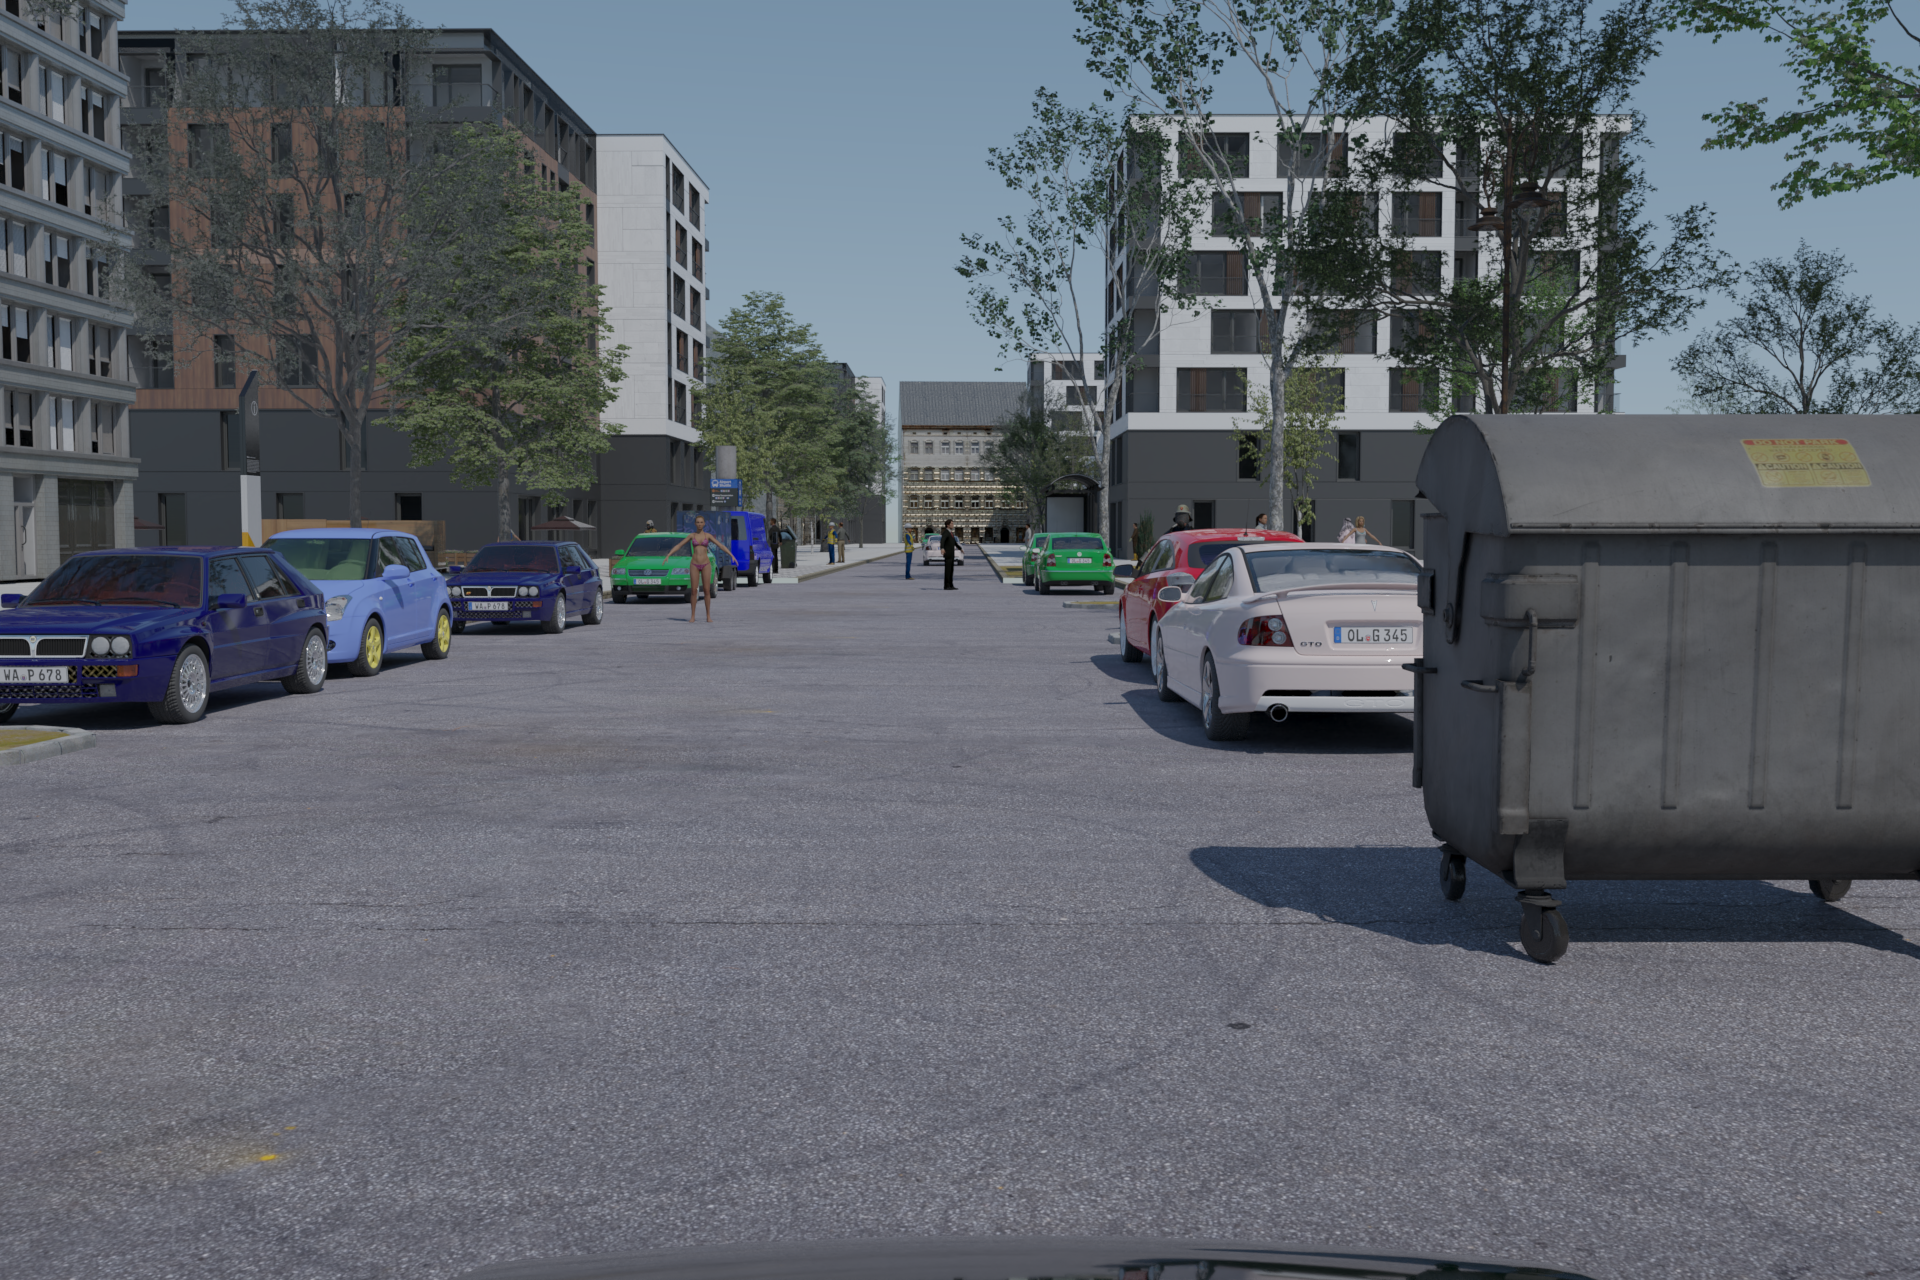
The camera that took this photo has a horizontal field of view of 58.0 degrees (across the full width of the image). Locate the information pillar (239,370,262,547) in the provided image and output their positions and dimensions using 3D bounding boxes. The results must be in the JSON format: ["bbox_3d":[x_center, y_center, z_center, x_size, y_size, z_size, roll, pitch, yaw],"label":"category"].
[{"bbox_3d":[-10.061,-2.033,24.594,0.183,3.616,0.504,0,4,1],"label":"information pillar"}]

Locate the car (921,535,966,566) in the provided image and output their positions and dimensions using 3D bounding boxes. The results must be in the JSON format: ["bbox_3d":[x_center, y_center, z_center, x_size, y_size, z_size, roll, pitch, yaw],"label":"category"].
[{"bbox_3d":[-0.760,-4.102,79.422,2.083,1.381,4.827,0,4,-1],"label":"car"}]

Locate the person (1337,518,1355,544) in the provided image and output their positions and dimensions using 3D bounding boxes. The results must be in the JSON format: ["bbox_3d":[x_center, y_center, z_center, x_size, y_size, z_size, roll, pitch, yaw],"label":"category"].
[{"bbox_3d":[10.991,-2.599,49.210,0.621,1.740,0.551,3,4,36],"label":"person"}]

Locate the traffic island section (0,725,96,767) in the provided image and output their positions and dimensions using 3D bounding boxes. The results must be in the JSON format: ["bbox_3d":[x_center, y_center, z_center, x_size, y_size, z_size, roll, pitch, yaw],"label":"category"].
[{"bbox_3d":[-6.823,0.713,11.206,1.991,0.108,1.994,0,4,1],"label":"traffic island section"}]

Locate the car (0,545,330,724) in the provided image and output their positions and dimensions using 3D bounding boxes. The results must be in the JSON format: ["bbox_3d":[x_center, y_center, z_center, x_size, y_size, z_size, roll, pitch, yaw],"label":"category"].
[{"bbox_3d":[-6.650,-0.105,14.295,1.945,1.354,3.894,0,4,0],"label":"car"}]

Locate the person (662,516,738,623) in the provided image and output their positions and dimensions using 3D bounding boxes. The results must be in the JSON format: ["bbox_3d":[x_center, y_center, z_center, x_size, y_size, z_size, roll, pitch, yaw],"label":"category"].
[{"bbox_3d":[-4.212,-1.152,28.094,1.217,1.733,0.721,-1,4,-9],"label":"person"}]

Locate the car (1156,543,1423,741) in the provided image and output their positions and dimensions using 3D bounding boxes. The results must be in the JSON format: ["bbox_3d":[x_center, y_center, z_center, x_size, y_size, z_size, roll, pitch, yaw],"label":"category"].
[{"bbox_3d":[2.632,-0.063,13.387,2.083,1.381,4.827,0,4,0],"label":"car"}]

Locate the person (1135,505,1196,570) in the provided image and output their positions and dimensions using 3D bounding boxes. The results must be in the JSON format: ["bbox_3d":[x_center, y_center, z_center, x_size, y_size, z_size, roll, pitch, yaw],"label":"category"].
[{"bbox_3d":[3.231,-1.039,25.221,1.354,1.856,0.705,1,4,16],"label":"person"}]

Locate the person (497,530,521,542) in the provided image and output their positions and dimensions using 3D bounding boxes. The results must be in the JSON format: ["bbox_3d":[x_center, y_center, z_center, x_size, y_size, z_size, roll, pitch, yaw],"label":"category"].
[{"bbox_3d":[-18.253,-3.923,69.996,0.705,1.847,1.347,2,4,28],"label":"person"}]

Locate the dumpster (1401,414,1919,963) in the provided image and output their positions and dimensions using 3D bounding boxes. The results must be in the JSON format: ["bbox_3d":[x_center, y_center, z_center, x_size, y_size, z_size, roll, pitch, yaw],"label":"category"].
[{"bbox_3d":[2.644,0.120,6.252,1.865,1.857,1.264,0,4,0],"label":"dumpster"}]

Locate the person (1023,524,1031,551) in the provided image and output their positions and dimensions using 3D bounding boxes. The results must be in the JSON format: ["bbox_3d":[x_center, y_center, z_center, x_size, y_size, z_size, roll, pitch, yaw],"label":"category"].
[{"bbox_3d":[3.403,-4.962,87.311,0.705,1.806,1.347,0,4,-7],"label":"person"}]

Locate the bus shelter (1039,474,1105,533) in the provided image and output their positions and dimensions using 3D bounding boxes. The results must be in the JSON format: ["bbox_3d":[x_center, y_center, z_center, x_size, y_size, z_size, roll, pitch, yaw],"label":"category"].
[{"bbox_3d":[3.872,-4.085,60.711,2.014,3.302,5.546,0,4,0],"label":"bus shelter"}]

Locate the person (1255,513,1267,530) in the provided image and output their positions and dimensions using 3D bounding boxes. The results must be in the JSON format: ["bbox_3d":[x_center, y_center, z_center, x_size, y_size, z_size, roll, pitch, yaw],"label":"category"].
[{"bbox_3d":[6.670,-1.894,37.794,0.721,1.735,1.217,3,4,39],"label":"person"}]

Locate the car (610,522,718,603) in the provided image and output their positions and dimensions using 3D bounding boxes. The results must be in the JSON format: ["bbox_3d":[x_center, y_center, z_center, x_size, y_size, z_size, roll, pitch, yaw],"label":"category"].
[{"bbox_3d":[-6.318,-1.741,37.263,1.959,1.807,4.718,0,4,0],"label":"car"}]

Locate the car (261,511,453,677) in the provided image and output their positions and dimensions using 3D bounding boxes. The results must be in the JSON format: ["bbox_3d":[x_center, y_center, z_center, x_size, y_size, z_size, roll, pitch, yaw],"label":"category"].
[{"bbox_3d":[-6.723,-0.545,18.510,1.945,1.707,3.694,0,3,0],"label":"car"}]

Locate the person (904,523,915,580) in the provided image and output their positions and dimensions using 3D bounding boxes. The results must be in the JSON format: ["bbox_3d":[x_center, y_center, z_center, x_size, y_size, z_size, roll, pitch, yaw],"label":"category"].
[{"bbox_3d":[-1.535,-2.782,54.400,0.721,1.772,1.216,0,4,-6],"label":"person"}]

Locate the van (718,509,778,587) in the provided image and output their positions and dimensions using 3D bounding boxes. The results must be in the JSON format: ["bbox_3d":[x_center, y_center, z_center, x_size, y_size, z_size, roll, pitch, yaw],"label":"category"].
[{"bbox_3d":[-6.408,-2.704,48.590,2.240,2.365,5.245,0,4,0],"label":"van"}]

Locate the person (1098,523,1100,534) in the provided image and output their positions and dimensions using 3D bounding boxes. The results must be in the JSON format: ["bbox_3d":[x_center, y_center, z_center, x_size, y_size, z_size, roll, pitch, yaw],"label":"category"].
[{"bbox_3d":[6.356,-4.374,77.444,0.705,1.837,1.347,1,4,19],"label":"person"}]

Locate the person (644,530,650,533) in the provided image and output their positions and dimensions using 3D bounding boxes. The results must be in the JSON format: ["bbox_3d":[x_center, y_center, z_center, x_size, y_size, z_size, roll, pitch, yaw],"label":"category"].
[{"bbox_3d":[-11.515,-3.359,64.188,0.599,1.433,0.991,-2,4,-24],"label":"person"}]

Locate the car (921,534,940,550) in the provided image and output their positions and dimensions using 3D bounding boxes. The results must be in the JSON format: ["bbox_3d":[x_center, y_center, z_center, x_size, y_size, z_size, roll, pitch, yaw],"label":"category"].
[{"bbox_3d":[-2.487,-8.946,155.059,1.959,1.807,4.718,0,3,0],"label":"car"}]

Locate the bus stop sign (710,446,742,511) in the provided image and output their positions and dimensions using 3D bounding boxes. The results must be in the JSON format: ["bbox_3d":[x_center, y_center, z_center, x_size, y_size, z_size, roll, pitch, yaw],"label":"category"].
[{"bbox_3d":[-6.999,-3.845,51.880,0.837,3.901,0.837,0,4,1],"label":"bus stop sign"}]

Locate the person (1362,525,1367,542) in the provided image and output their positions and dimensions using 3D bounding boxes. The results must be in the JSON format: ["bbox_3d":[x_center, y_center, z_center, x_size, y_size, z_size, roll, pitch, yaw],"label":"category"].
[{"bbox_3d":[17.123,-4.141,73.832,0.704,1.817,1.347,0,4,4],"label":"person"}]

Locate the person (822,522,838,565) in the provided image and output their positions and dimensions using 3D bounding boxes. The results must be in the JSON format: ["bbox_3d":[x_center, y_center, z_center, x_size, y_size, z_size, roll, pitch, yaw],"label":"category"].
[{"bbox_3d":[-5.425,-4.020,72.193,0.721,1.772,1.216,-2,4,-33],"label":"person"}]

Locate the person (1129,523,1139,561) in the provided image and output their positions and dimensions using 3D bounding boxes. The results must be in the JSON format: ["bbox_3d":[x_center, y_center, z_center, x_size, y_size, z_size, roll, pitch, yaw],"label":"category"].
[{"bbox_3d":[8.348,-4.682,82.680,0.704,1.812,1.346,1,4,22],"label":"person"}]

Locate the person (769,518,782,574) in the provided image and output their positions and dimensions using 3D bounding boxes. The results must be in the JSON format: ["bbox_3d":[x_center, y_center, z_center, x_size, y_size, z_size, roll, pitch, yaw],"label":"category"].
[{"bbox_3d":[-6.080,-3.062,56.294,0.704,1.802,1.346,1,4,22],"label":"person"}]

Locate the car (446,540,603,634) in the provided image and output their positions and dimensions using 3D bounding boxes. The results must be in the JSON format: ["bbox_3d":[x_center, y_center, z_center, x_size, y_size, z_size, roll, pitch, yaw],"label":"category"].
[{"bbox_3d":[-6.569,-0.828,26.110,1.945,1.354,3.894,0,4,1],"label":"car"}]

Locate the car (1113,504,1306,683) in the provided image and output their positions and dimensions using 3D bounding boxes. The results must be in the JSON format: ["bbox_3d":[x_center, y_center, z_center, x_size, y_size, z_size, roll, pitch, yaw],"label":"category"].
[{"bbox_3d":[2.723,-0.554,18.105,2.155,1.783,4.494,0,4,-1],"label":"car"}]

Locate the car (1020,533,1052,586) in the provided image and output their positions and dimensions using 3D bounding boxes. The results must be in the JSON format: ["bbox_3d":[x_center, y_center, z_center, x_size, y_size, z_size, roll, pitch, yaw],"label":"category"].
[{"bbox_3d":[2.695,-2.478,49.317,1.959,1.807,4.718,0,4,0],"label":"car"}]

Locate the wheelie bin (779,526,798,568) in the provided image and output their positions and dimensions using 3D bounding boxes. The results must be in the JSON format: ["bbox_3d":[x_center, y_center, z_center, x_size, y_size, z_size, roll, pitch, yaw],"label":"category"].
[{"bbox_3d":[-6.428,-3.474,64.710,0.693,1.594,0.980,0,4,2],"label":"wheelie bin"}]

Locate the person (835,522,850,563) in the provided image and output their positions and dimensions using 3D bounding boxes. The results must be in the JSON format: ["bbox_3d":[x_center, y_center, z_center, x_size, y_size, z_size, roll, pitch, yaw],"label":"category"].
[{"bbox_3d":[-5.317,-4.331,77.084,0.705,1.796,1.348,3,4,38],"label":"person"}]

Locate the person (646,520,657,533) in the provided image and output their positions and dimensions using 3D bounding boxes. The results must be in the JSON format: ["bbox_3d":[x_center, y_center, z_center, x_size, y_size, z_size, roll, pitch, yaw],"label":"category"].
[{"bbox_3d":[-12.910,-4.056,72.082,0.705,1.858,1.354,-3,5,-44],"label":"person"}]

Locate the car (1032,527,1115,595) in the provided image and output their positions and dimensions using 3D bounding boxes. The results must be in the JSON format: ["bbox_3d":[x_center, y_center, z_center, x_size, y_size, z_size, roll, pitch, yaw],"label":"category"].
[{"bbox_3d":[2.757,-2.046,42.255,1.959,1.807,4.718,0,3,0],"label":"car"}]

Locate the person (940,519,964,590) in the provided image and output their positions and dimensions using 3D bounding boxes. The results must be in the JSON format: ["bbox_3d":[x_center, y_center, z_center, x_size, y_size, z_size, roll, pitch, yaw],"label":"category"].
[{"bbox_3d":[-0.250,-2.182,44.326,0.705,1.806,1.347,2,4,23],"label":"person"}]

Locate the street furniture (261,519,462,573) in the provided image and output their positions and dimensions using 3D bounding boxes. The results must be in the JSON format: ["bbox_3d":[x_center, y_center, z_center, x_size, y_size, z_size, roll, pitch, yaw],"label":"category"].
[{"bbox_3d":[-20.409,-3.032,56.421,11.010,1.723,9.812,-1,4,-9],"label":"street furniture"}]

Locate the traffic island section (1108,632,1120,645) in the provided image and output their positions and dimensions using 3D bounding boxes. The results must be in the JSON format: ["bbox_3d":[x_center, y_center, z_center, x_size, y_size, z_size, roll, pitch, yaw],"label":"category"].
[{"bbox_3d":[2.992,-0.010,23.022,1.991,0.108,1.994,0,3,0],"label":"traffic island section"}]

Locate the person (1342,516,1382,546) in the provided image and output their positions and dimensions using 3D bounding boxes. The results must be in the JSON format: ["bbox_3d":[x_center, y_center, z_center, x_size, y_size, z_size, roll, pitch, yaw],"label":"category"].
[{"bbox_3d":[10.578,-2.389,45.671,1.214,1.753,0.721,-1,4,-13],"label":"person"}]

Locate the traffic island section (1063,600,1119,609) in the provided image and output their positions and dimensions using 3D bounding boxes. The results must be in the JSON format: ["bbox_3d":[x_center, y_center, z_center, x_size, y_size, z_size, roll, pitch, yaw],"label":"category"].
[{"bbox_3d":[3.037,-0.687,34.097,1.991,0.108,1.994,0,3,0],"label":"traffic island section"}]
